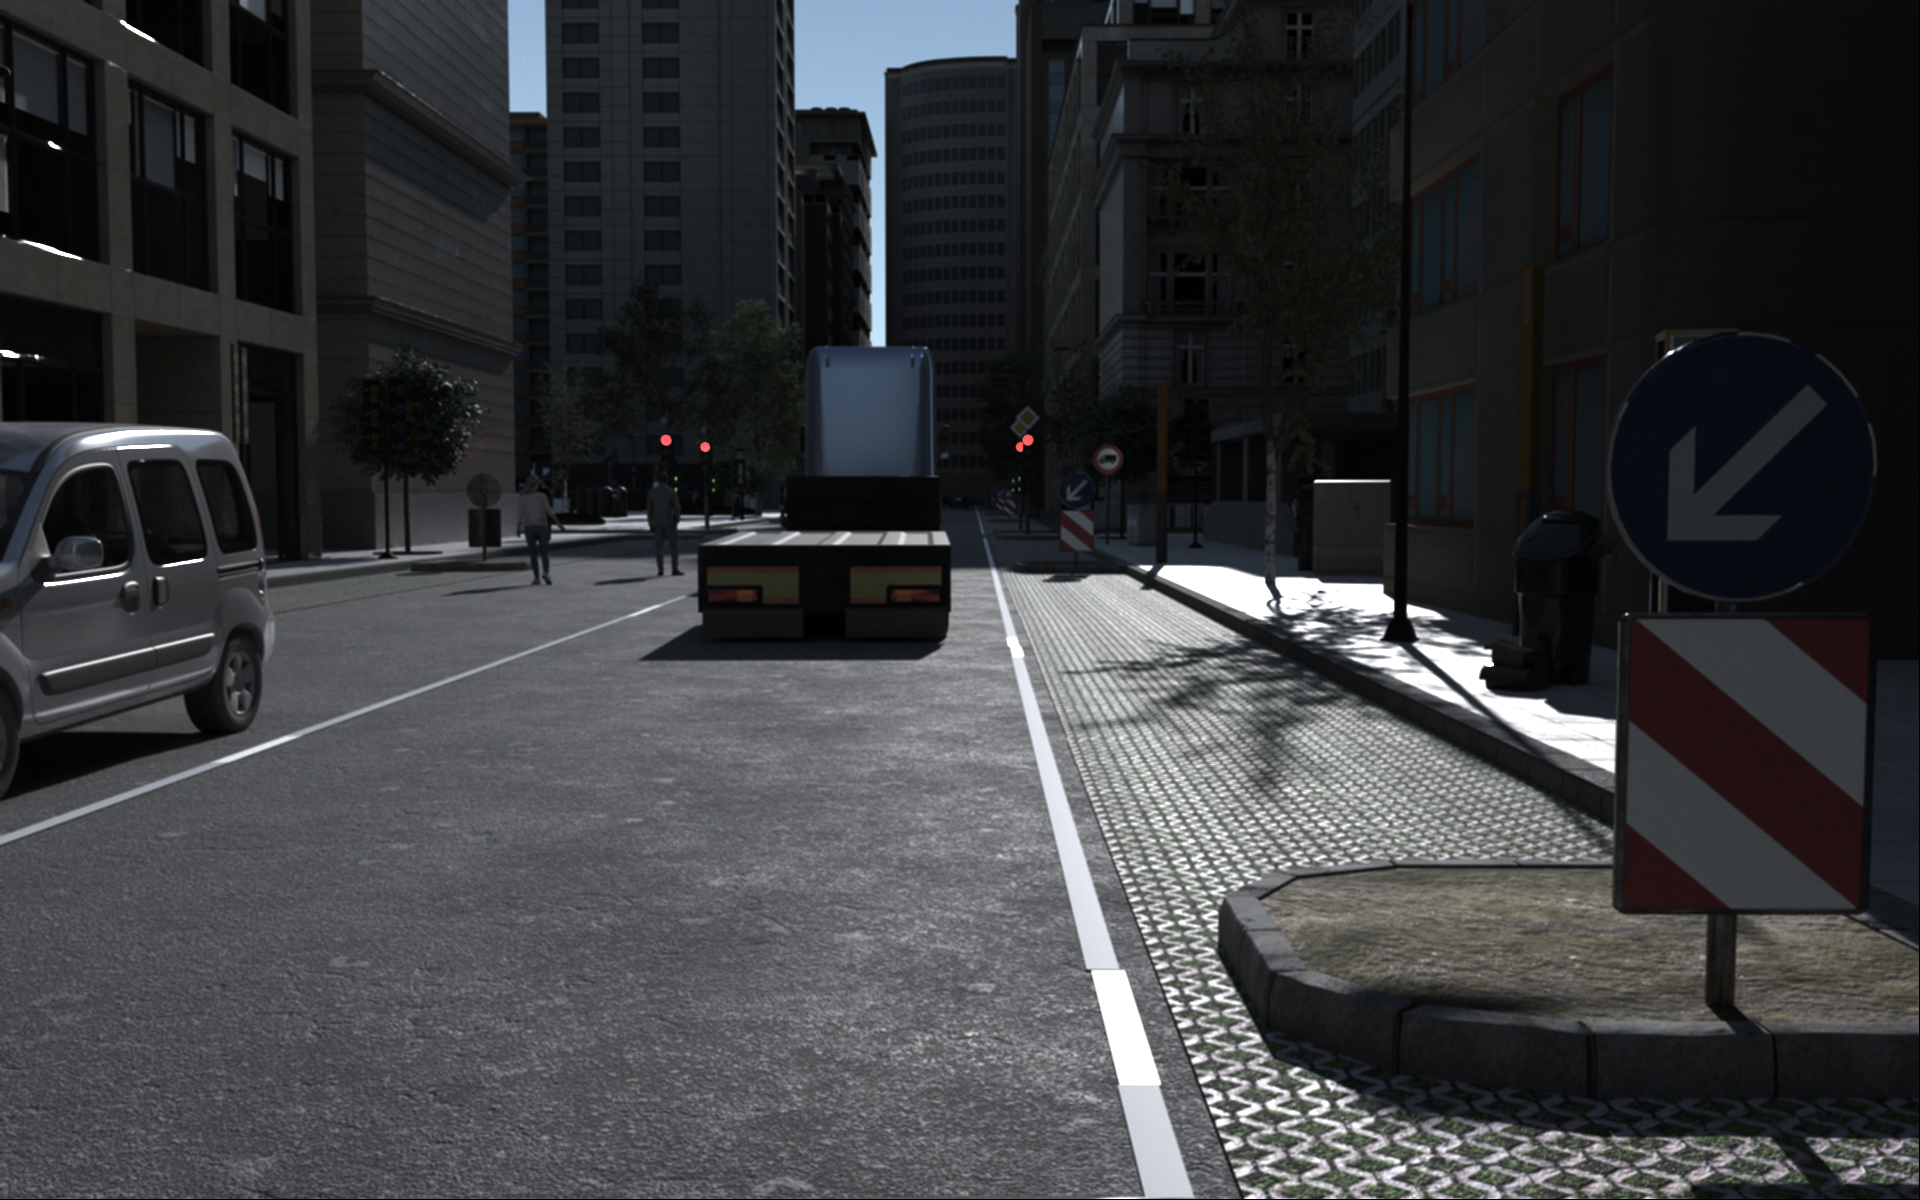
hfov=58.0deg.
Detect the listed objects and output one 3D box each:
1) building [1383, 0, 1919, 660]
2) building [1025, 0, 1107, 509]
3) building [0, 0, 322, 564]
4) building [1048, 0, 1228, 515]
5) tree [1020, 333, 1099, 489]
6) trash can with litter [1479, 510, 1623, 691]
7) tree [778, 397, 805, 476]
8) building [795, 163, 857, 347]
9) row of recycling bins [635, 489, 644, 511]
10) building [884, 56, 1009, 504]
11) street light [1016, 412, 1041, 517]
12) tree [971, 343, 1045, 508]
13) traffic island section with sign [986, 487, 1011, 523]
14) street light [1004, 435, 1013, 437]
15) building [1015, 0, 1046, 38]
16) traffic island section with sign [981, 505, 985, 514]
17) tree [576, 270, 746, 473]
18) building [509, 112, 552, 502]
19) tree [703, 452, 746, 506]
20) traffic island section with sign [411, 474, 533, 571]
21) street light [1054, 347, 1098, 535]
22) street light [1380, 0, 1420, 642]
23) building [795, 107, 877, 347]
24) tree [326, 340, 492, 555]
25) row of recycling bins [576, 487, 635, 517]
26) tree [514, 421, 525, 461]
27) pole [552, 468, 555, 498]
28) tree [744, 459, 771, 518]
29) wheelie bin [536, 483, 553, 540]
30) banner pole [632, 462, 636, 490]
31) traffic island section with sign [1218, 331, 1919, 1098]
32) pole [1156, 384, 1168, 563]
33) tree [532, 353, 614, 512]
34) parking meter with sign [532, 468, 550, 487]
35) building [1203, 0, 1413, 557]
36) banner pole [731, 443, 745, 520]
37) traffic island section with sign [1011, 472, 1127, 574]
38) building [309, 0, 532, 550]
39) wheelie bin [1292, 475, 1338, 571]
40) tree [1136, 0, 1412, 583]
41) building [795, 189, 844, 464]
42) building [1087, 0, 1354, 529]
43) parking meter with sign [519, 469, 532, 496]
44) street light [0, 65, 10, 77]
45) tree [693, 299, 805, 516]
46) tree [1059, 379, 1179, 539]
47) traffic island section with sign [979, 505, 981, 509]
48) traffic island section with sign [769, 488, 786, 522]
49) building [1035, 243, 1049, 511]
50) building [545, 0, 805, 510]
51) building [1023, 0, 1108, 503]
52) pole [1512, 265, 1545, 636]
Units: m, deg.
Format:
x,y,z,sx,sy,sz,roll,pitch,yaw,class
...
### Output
x,y,z,sx,sy,sz,roll,pitch,yaw,class
19.174,-9.915,7.148,27.650,21.520,28.899,0,4,0,building
13.055,-30.970,156.471,14.600,45.320,14.200,0,4,0,building
-22.272,-12.957,16.362,19.350,26.468,34.151,0,4,0,building
15.432,-17.986,98.580,19.350,26.468,34.151,0,4,0,building
4.856,-7.832,78.407,4.360,8.622,3.978,0,3,0,tree
3.938,-0.012,11.581,0.624,1.170,1.055,3,5,42,trash can with litter
-11.522,-10.781,126.630,4.737,8.622,4.395,0,3,0,tree
-24.084,-30.882,196.803,23.993,40.220,32.217,0,4,0,building
-25.028,-7.489,129.556,1.069,1.692,3.534,2,4,35,row of recycling bins
4.270,-42.175,231.563,28.212,58.520,21.231,0,4,0,building
3.865,-7.650,97.620,1.470,5.913,1.316,0,4,0,street light
5.549,-14.562,144.742,9.857,13.997,8.962,0,3,0,tree
2.394,-4.828,87.565,1.989,1.847,2.006,0,4,0,traffic island section with sign
4.211,-10.063,137.074,1.470,5.913,1.316,0,4,0,street light
16.885,-40.123,198.017,21.231,58.520,28.212,0,4,0,building
2.595,-6.517,115.173,1.989,1.847,2.006,0,4,0,traffic island section with sign
-12.643,-8.478,73.029,7.601,10.594,8.767,-1,4,-15,tree
-50.480,-33.452,201.564,28.867,44.769,22.147,0,4,0,building
-17.659,-8.945,129.964,4.285,4.588,4.351,0,3,0,tree
-9.114,-1.479,32.811,1.989,1.847,2.006,0,4,0,traffic island section with sign
3.654,-5.028,54.752,1.470,5.913,1.316,0,4,0,street light
3.318,-2.598,15.022,1.470,5.913,1.316,0,4,0,street light
-23.551,-39.575,236.292,27.495,52.752,28.713,0,4,0,building
-11.780,-3.265,37.095,4.285,4.588,4.351,0,3,0,tree
-20.216,-5.535,97.614,3.534,1.692,1.069,2,4,29,row of recycling bins
-36.112,-11.256,134.395,4.737,8.622,4.395,0,3,0,tree
-31.615,-8.618,134.744,0.158,3.312,0.155,0,3,0,pole
-11.355,-6.098,94.298,1.663,3.219,1.824,0,3,0,tree
-11.660,-2.462,48.156,0.693,1.594,0.980,-1,4,-18,wheelie bin
-25.132,-8.789,133.710,0.401,3.779,0.863,1,4,13,banner pole
1.812,0.221,5.021,1.989,1.847,2.006,0,4,0,traffic island section with sign
3.746,-2.340,32.095,0.158,3.312,0.155,0,3,0,pole
-20.546,-8.589,90.800,4.360,8.622,3.978,0,3,0,tree
-27.637,-7.245,114.709,0.543,3.016,1.738,-2,4,-29,parking meter with sign
22.959,-21.349,40.932,32.217,40.220,23.993,0,4,0,building
-10.856,-5.774,84.420,0.863,3.779,0.401,-1,4,-11,banner pole
2.000,-1.428,31.975,1.989,1.847,2.006,0,4,0,traffic island section with sign
-24.512,-15.792,45.587,23.554,28.519,14.401,0,4,0,building
6.014,-1.291,29.018,0.980,1.594,0.693,1,4,21,wheelie bin
4.706,-4.544,24.665,4.737,8.622,4.395,0,3,0,tree
-18.599,-24.124,166.134,14.160,30.474,14.107,0,4,0,building
17.528,-13.889,68.889,24.055,21.916,13.314,0,4,0,building
-30.615,-7.681,121.842,1.738,3.016,0.543,2,4,34,parking meter with sign
-10.962,-2.833,18.866,1.470,5.913,1.316,0,4,0,street light
-12.089,-11.208,101.377,7.486,12.596,7.792,0,3,0,tree
4.581,-4.042,49.794,4.285,4.588,4.351,0,3,0,tree
2.948,-9.584,165.328,1.989,1.847,2.006,0,4,0,traffic island section with sign
-8.713,-4.904,88.814,1.989,1.847,2.006,0,4,0,traffic island section with sign
11.671,-17.793,127.079,11.583,22.565,21.152,0,4,0,building
-22.496,-43.359,147.178,20.563,71.187,20.611,0,4,0,building
16.929,-44.951,173.202,20.563,71.187,20.611,0,4,0,building
5.122,-1.331,15.599,0.158,3.312,0.155,0,3,0,pole
